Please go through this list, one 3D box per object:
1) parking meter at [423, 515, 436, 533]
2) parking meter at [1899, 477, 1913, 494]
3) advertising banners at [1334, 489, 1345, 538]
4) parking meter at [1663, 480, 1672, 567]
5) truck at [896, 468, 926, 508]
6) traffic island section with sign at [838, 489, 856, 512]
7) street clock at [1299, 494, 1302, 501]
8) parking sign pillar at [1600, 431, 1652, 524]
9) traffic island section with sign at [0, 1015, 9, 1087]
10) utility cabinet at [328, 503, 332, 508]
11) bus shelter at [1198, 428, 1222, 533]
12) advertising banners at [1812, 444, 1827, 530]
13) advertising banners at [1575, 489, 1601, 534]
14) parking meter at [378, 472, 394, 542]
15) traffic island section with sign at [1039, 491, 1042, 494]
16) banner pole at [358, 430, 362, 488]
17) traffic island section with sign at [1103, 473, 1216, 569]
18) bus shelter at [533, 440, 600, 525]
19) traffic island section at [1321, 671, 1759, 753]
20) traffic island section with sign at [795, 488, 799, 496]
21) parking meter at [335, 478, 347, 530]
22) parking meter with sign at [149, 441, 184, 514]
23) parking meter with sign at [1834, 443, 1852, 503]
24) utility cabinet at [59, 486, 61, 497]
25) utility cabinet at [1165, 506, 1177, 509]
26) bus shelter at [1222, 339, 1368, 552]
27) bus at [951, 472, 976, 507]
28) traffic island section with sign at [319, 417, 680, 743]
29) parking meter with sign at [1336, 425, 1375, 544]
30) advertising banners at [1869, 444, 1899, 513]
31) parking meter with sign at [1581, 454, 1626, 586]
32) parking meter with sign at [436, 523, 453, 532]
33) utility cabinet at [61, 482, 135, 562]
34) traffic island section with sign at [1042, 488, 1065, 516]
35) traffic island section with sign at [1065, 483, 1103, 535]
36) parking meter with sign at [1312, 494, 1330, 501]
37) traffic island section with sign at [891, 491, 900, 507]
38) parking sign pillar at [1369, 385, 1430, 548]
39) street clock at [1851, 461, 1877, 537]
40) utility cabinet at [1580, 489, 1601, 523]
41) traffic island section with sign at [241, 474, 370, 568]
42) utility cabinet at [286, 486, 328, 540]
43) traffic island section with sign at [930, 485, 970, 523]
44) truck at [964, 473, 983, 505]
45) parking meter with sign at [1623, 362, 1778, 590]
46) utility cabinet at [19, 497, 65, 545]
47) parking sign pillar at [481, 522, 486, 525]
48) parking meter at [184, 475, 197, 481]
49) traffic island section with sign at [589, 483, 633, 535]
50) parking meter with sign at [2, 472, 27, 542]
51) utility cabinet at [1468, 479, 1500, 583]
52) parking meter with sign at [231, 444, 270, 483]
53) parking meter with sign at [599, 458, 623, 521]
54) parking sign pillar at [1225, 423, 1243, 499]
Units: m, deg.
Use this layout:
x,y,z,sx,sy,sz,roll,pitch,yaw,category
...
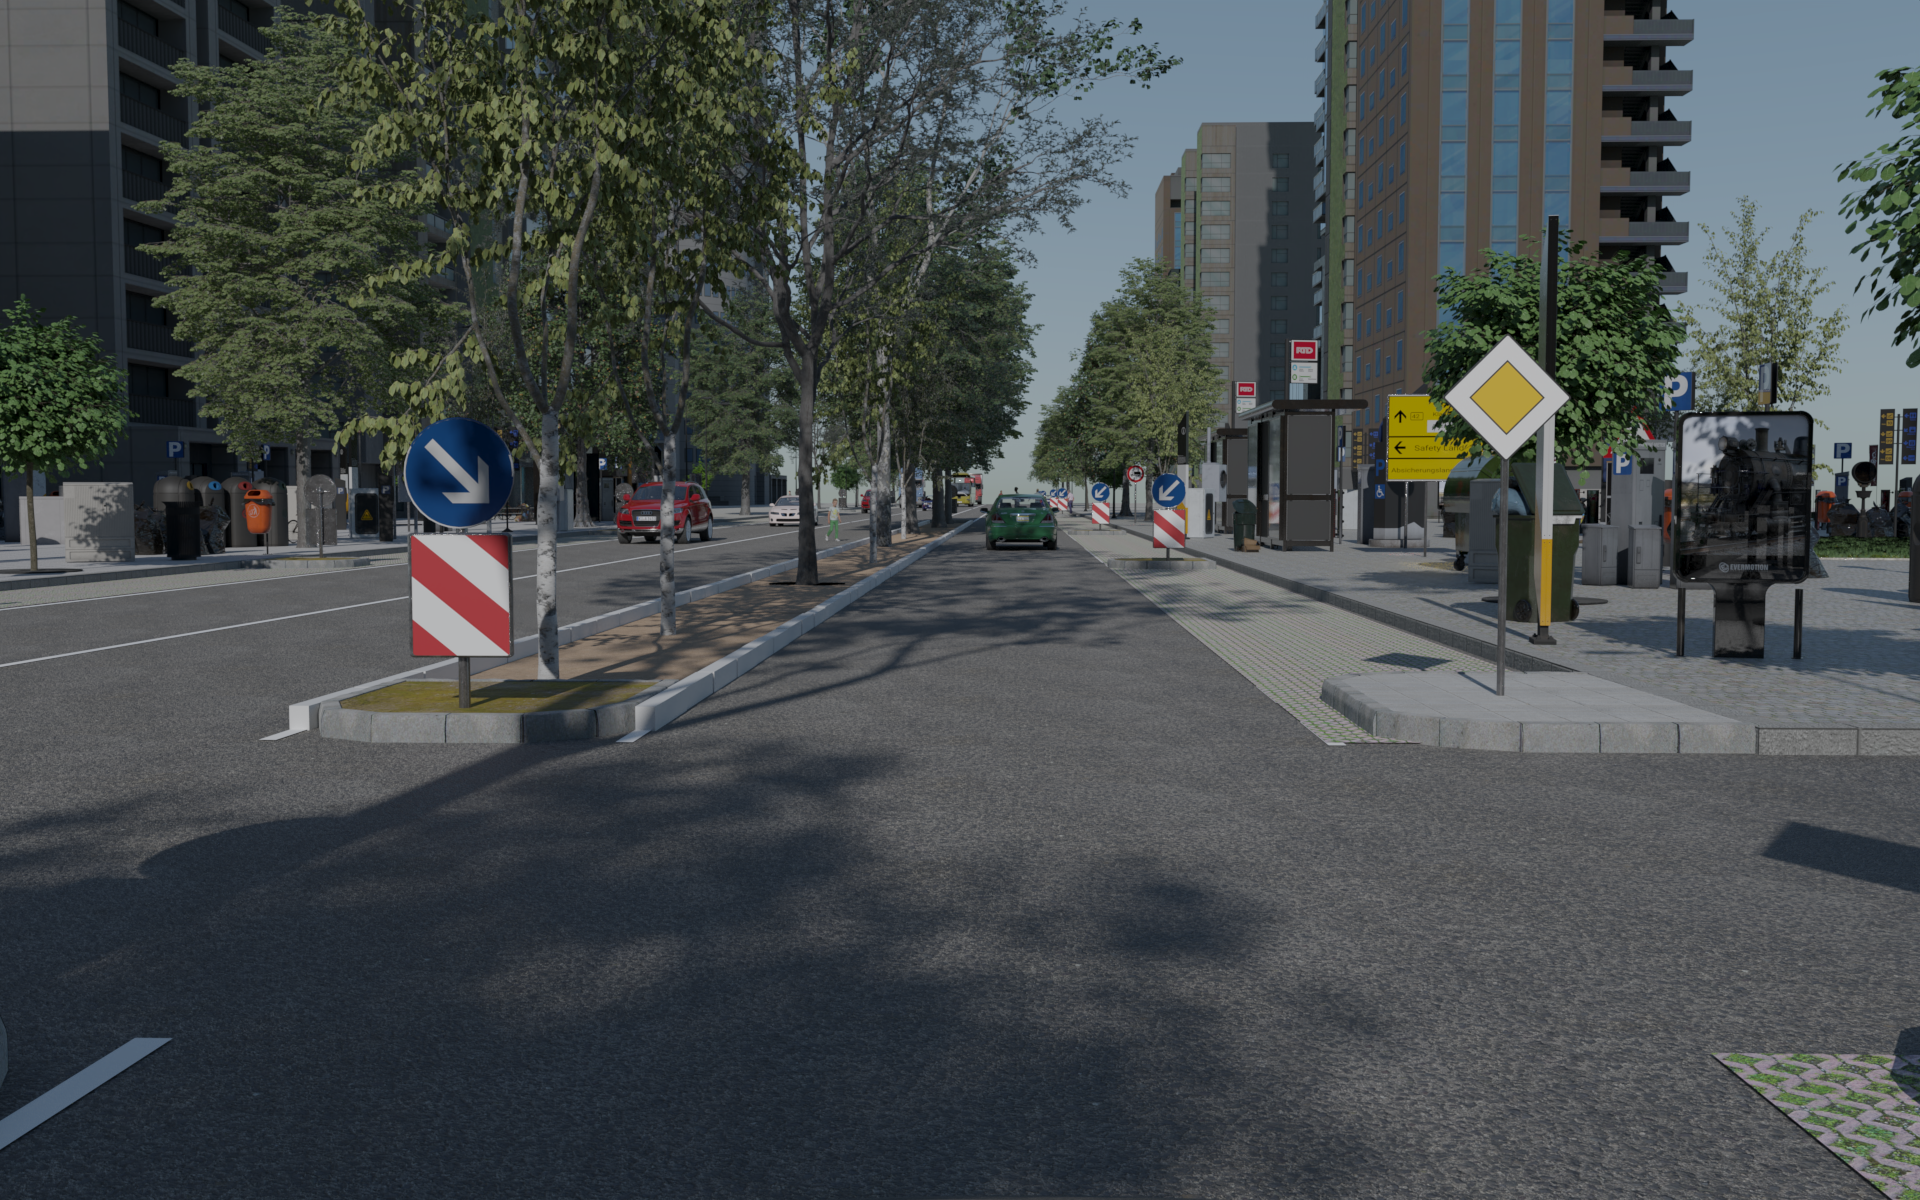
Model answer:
x,y,z,sx,sy,sz,roll,pitch,yaw,category
-16.527,-2.784,53.923,0.372,1.533,0.369,0,3,0,parking meter
32.360,-3.278,59.301,0.399,1.863,0.255,-2,4,-27,parking meter
10.988,-3.350,50.955,0.090,3.025,2.074,0,4,-3,advertising banners
12.476,-1.362,30.673,0.372,1.533,0.369,0,3,0,parking meter
-4.756,-11.817,182.973,2.967,4.110,18.799,0,4,1,truck
-9.341,-7.910,137.955,1.989,1.847,2.006,0,4,2,traffic island section with sign
10.399,-2.960,52.963,0.471,2.002,0.358,-1,4,-18,street clock
19.417,-3.793,50.486,1.447,3.967,1.447,3,4,38,parking sign pillar
-3.198,0.283,3.512,2.006,1.907,1.989,0,4,2,traffic island section with sign
-19.001,-2.595,51.111,0.318,1.500,1.173,1,4,13,utility cabinet
9.373,-4.992,59.256,2.179,5.291,8.768,0,4,2,bus shelter
30.438,-3.989,61.404,0.090,3.025,2.074,3,5,43,advertising banners
18.825,-3.479,53.063,2.074,3.025,0.090,-1,4,-22,advertising banners
-15.462,-2.507,46.693,0.399,1.863,0.255,-1,4,-21,parking meter
7.339,-7.905,137.878,1.989,1.847,2.006,0,4,2,traffic island section with sign
-23.691,-4.771,68.030,0.863,3.779,0.401,3,4,36,banner pole
3.891,-1.535,33.729,1.989,1.847,2.006,0,4,2,traffic island section with sign
-17.002,-5.171,75.828,1.731,3.624,6.357,0,4,2,bus shelter
3.462,0.687,11.043,2.009,0.180,2.903,0,4,2,traffic island section
-10.229,-6.259,110.967,1.989,1.847,2.006,0,4,2,traffic island section with sign
-22.088,-3.433,61.833,0.399,1.863,0.255,-1,4,-17,parking meter
-25.793,-3.670,56.260,0.543,3.016,1.738,0,4,-2,parking meter with sign
29.475,-3.773,57.944,0.543,3.016,1.738,2,4,28,parking meter with sign
-23.481,-2.294,46.185,1.173,1.500,0.318,2,4,27,utility cabinet
10.043,-4.397,80.565,0.318,1.500,1.173,-3,4,-38,utility cabinet
8.124,-3.970,42.548,2.179,5.291,8.768,0,4,2,bus shelter
0.227,-12.482,195.630,2.896,3.916,12.252,0,4,3,bus
-2.943,-0.170,10.915,2.006,1.907,1.989,0,4,2,traffic island section with sign
10.558,-2.935,44.253,1.738,3.016,0.543,0,4,-1,parking meter with sign
32.383,-3.937,60.556,0.090,3.025,2.074,0,4,-5,advertising banners
9.581,-1.729,24.536,1.738,3.016,0.543,-2,4,-30,parking meter with sign
-17.769,-3.868,59.507,0.543,3.016,1.738,0,4,-3,parking meter with sign
-16.203,-1.463,32.606,1.173,1.500,0.318,-2,4,-27,utility cabinet
6.438,-6.258,110.938,1.989,1.847,2.006,0,4,2,traffic island section with sign
4.796,-3.196,60.881,1.989,1.847,2.006,0,4,2,traffic island section with sign
13.402,-4.170,64.438,1.738,3.016,0.543,3,5,40,parking meter with sign
-7.519,-11.287,193.176,1.989,1.847,2.006,0,4,2,traffic island section with sign
10.702,-3.278,42.070,1.447,3.967,1.447,-2,4,-28,parking sign pillar
19.964,-2.062,38.284,0.471,2.002,0.358,1,4,12,street clock
27.504,-4.094,75.613,1.173,1.500,0.318,-1,4,-9,utility cabinet
-12.779,-1.558,34.102,1.989,1.847,2.006,0,4,2,traffic island section with sign
-18.169,-2.399,47.902,1.173,1.500,0.318,1,4,14,utility cabinet
-0.466,-4.763,86.012,2.006,1.907,1.989,0,4,2,traffic island section with sign
1.811,-15.118,236.086,2.839,4.237,11.283,0,4,1,truck
9.967,-1.655,23.318,1.738,3.016,0.543,1,4,9,parking meter with sign
-23.280,-2.006,43.958,1.020,1.237,0.306,-2,4,-28,utility cabinet
-20.794,-5.181,73.180,1.447,3.967,1.447,3,5,39,parking sign pillar
-23.729,-2.915,53.365,0.399,1.863,0.255,1,4,22,parking meter
-11.897,-3.206,61.043,1.989,1.847,2.006,0,4,2,traffic island section with sign
-25.136,-3.054,46.202,1.738,3.016,0.543,-2,4,-28,parking meter with sign
7.855,-0.976,24.630,1.173,1.500,0.318,3,5,40,utility cabinet
-25.250,-3.961,61.016,1.738,3.016,0.543,0,4,2,parking meter with sign
-16.741,-5.221,81.624,0.543,3.016,1.738,3,5,44,parking meter with sign
10.468,-4.756,66.229,1.447,3.967,1.447,1,4,22,parking sign pillar
